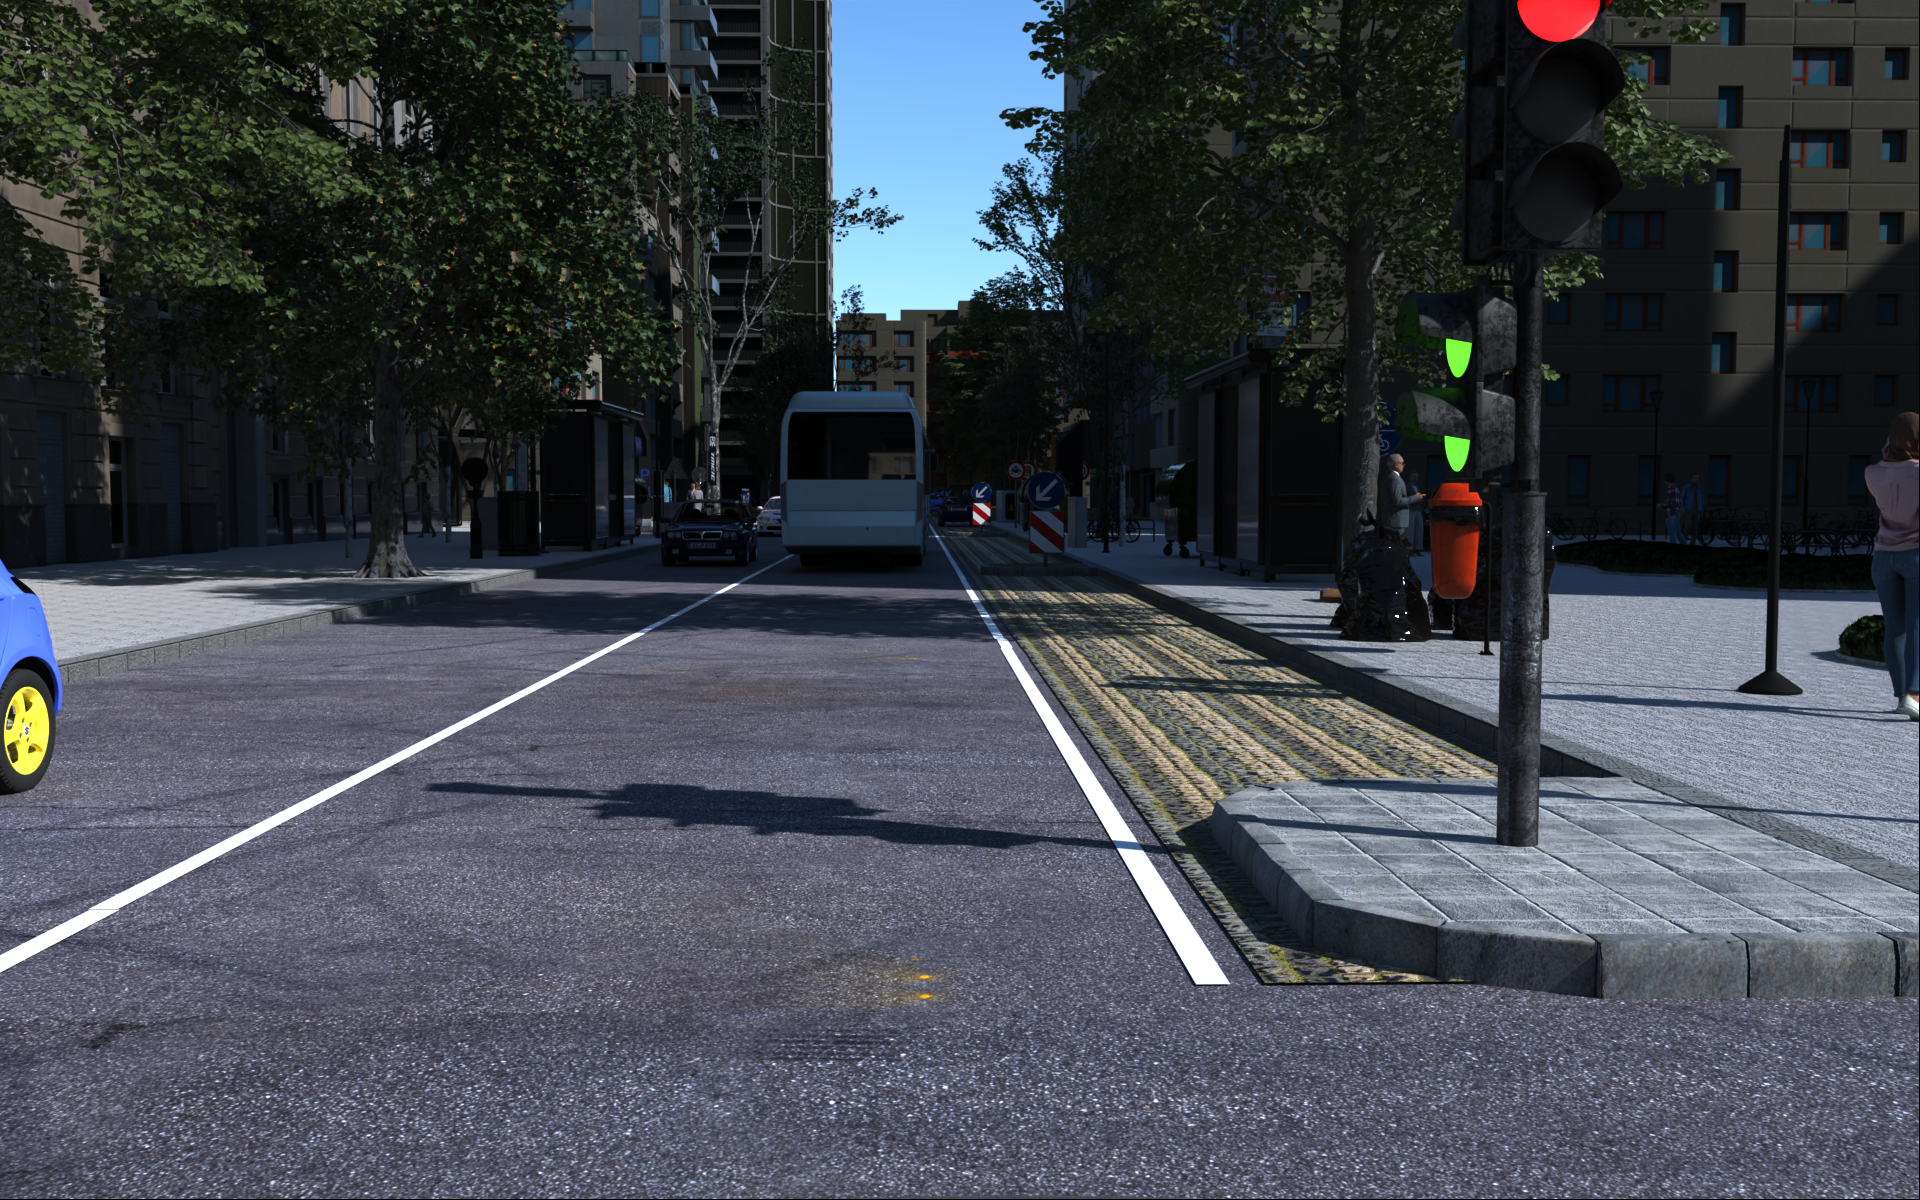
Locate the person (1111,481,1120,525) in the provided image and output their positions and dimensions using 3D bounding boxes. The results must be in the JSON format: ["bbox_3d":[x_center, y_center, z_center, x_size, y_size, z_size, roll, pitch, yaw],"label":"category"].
[{"bbox_3d":[6.402,-3.937,70.601,0.419,1.800,0.721,2,4,26],"label":"person"}]

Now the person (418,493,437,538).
[{"bbox_3d":[-15.615,-2.477,50.816,0.475,1.303,0.640,2,4,28],"label":"person"}]

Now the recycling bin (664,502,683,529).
[{"bbox_3d":[-8.747,-2.527,53.877,0.722,1.027,0.722,2,4,29],"label":"recycling bin"}]

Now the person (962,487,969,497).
[{"bbox_3d":[0.449,-8.567,145.982,0.709,1.838,0.599,-2,4,-27],"label":"person"}]

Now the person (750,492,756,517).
[{"bbox_3d":[-11.682,-5.349,96.730,0.599,1.433,0.991,2,4,29],"label":"person"}]

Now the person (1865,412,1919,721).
[{"bbox_3d":[5.461,-0.203,9.950,0.643,1.750,0.593,-3,4,-37],"label":"person"}]

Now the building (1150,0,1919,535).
[{"bbox_3d":[23.263,-13.623,67.769,27.650,21.520,28.899,0,4,-2],"label":"building"}]

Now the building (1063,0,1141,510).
[{"bbox_3d":[22.613,-33.423,135.698,28.713,52.752,27.495,0,4,-2],"label":"building"}]

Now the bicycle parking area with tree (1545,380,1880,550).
[{"bbox_3d":[20.248,-3.611,46.038,9.016,4.147,8.231,0,4,-8],"label":"bicycle parking area with tree"}]

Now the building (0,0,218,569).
[{"bbox_3d":[-21.745,-13.948,25.306,12.463,27.353,25.104,0,4,-2],"label":"building"}]

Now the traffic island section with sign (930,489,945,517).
[{"bbox_3d":[-0.843,-6.112,108.559,1.989,1.847,2.006,0,4,-2],"label":"traffic island section with sign"}]

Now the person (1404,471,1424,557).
[{"bbox_3d":[9.322,-1.772,35.559,0.519,1.759,0.362,-2,4,-33],"label":"person"}]

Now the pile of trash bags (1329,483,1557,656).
[{"bbox_3d":[4.255,-0.336,15.242,1.912,1.369,3.447,1,4,11],"label":"pile of trash bags"}]

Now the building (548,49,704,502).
[{"bbox_3d":[-25.207,-21.086,116.450,14.160,30.474,14.107,0,4,-2],"label":"building"}]

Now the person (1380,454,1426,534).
[{"bbox_3d":[5.740,-1.003,22.611,0.590,1.801,0.661,0,4,-1],"label":"person"}]

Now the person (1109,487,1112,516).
[{"bbox_3d":[8.856,-5.792,101.668,0.530,1.710,0.541,0,4,1],"label":"person"}]

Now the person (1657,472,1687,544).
[{"bbox_3d":[14.305,-1.700,34.671,0.643,1.720,0.563,2,4,28],"label":"person"}]

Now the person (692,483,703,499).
[{"bbox_3d":[-10.703,-3.928,71.010,0.760,1.731,0.466,2,4,23],"label":"person"}]

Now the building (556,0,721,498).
[{"bbox_3d":[-34.805,-31.605,136.346,30.456,49.044,23.786,0,4,-2],"label":"building"}]

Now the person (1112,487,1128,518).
[{"bbox_3d":[8.213,-5.218,91.363,1.348,1.823,0.705,0,4,5],"label":"person"}]

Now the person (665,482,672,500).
[{"bbox_3d":[-12.578,-4.145,73.930,0.709,1.813,0.853,1,4,15],"label":"person"}]

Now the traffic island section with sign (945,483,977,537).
[{"bbox_3d":[0.586,-3.043,58.377,1.989,1.847,2.006,0,4,-2],"label":"traffic island section with sign"}]

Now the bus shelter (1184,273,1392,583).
[{"bbox_3d":[5.091,-3.153,29.190,2.179,5.291,8.768,0,4,-1],"label":"bus shelter"}]

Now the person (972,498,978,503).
[{"bbox_3d":[1.092,-6.848,121.274,0.557,1.426,1.065,-3,4,-38],"label":"person"}]

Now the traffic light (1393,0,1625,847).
[{"bbox_3d":[2.029,-1.060,6.251,0.839,4.253,0.868,0,4,-2],"label":"traffic light"}]

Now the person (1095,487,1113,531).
[{"bbox_3d":[4.857,-3.233,58.882,0.794,1.824,0.713,3,5,44],"label":"person"}]

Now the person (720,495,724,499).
[{"bbox_3d":[-11.957,-4.783,84.339,0.705,1.812,1.348,2,4,34],"label":"person"}]

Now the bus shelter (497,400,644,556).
[{"bbox_3d":[-9.025,-3.802,39.801,2.179,5.291,8.768,0,4,-2],"label":"bus shelter"}]

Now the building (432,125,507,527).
[{"bbox_3d":[-26.536,-12.188,66.720,16.820,18.784,16.811,0,4,-2],"label":"building"}]

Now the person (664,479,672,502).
[{"bbox_3d":[-10.679,-3.464,62.538,0.638,1.841,0.748,-2,4,-24],"label":"person"}]

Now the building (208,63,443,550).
[{"bbox_3d":[-23.416,-16.018,47.794,13.634,28.700,20.117,0,4,-2],"label":"building"}]

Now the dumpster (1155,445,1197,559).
[{"bbox_3d":[4.844,-1.996,35.132,1.502,2.255,1.985,0,4,-2],"label":"dumpster"}]

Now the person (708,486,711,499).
[{"bbox_3d":[-11.494,-4.446,79.736,0.512,1.701,0.522,1,4,21],"label":"person"}]

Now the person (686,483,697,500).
[{"bbox_3d":[-12.466,-4.565,81.084,0.661,1.777,0.834,-1,4,-11],"label":"person"}]

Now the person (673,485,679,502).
[{"bbox_3d":[-17.520,-6.157,106.714,0.705,1.823,1.348,-1,4,-11],"label":"person"}]

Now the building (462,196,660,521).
[{"bbox_3d":[-32.534,-15.291,95.044,27.650,21.520,28.899,0,4,-2],"label":"building"}]

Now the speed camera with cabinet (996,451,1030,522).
[{"bbox_3d":[2.645,-5.163,78.748,2.038,3.252,0.660,-2,4,-31],"label":"speed camera with cabinet"}]

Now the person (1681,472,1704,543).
[{"bbox_3d":[16.760,-2.036,39.667,0.601,1.785,0.444,0,4,1],"label":"person"}]

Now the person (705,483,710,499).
[{"bbox_3d":[-11.665,-4.556,80.881,0.444,1.785,0.601,-3,5,-45],"label":"person"}]

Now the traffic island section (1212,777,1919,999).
[{"bbox_3d":[2.070,0.973,6.366,2.009,0.180,2.903,0,4,-2],"label":"traffic island section"}]

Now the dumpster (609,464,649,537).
[{"bbox_3d":[-10.174,-3.009,51.683,1.502,2.255,1.985,0,4,-2],"label":"dumpster"}]

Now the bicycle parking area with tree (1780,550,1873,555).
[{"bbox_3d":[19.329,-2.737,31.749,8.231,4.147,9.016,-1,4,-17],"label":"bicycle parking area with tree"}]

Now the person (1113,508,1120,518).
[{"bbox_3d":[7.669,-4.732,84.351,0.436,1.711,0.756,-1,4,-17],"label":"person"}]

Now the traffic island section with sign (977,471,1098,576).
[{"bbox_3d":[1.377,-1.366,30.955,1.989,1.847,2.006,0,4,-2],"label":"traffic island section with sign"}]

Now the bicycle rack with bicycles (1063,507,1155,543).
[{"bbox_3d":[3.975,-2.032,46.607,2.852,0.926,2.925,-2,4,-33],"label":"bicycle rack with bicycles"}]

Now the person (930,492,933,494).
[{"bbox_3d":[-2.416,-8.236,144.632,0.593,1.643,0.415,3,5,42],"label":"person"}]
